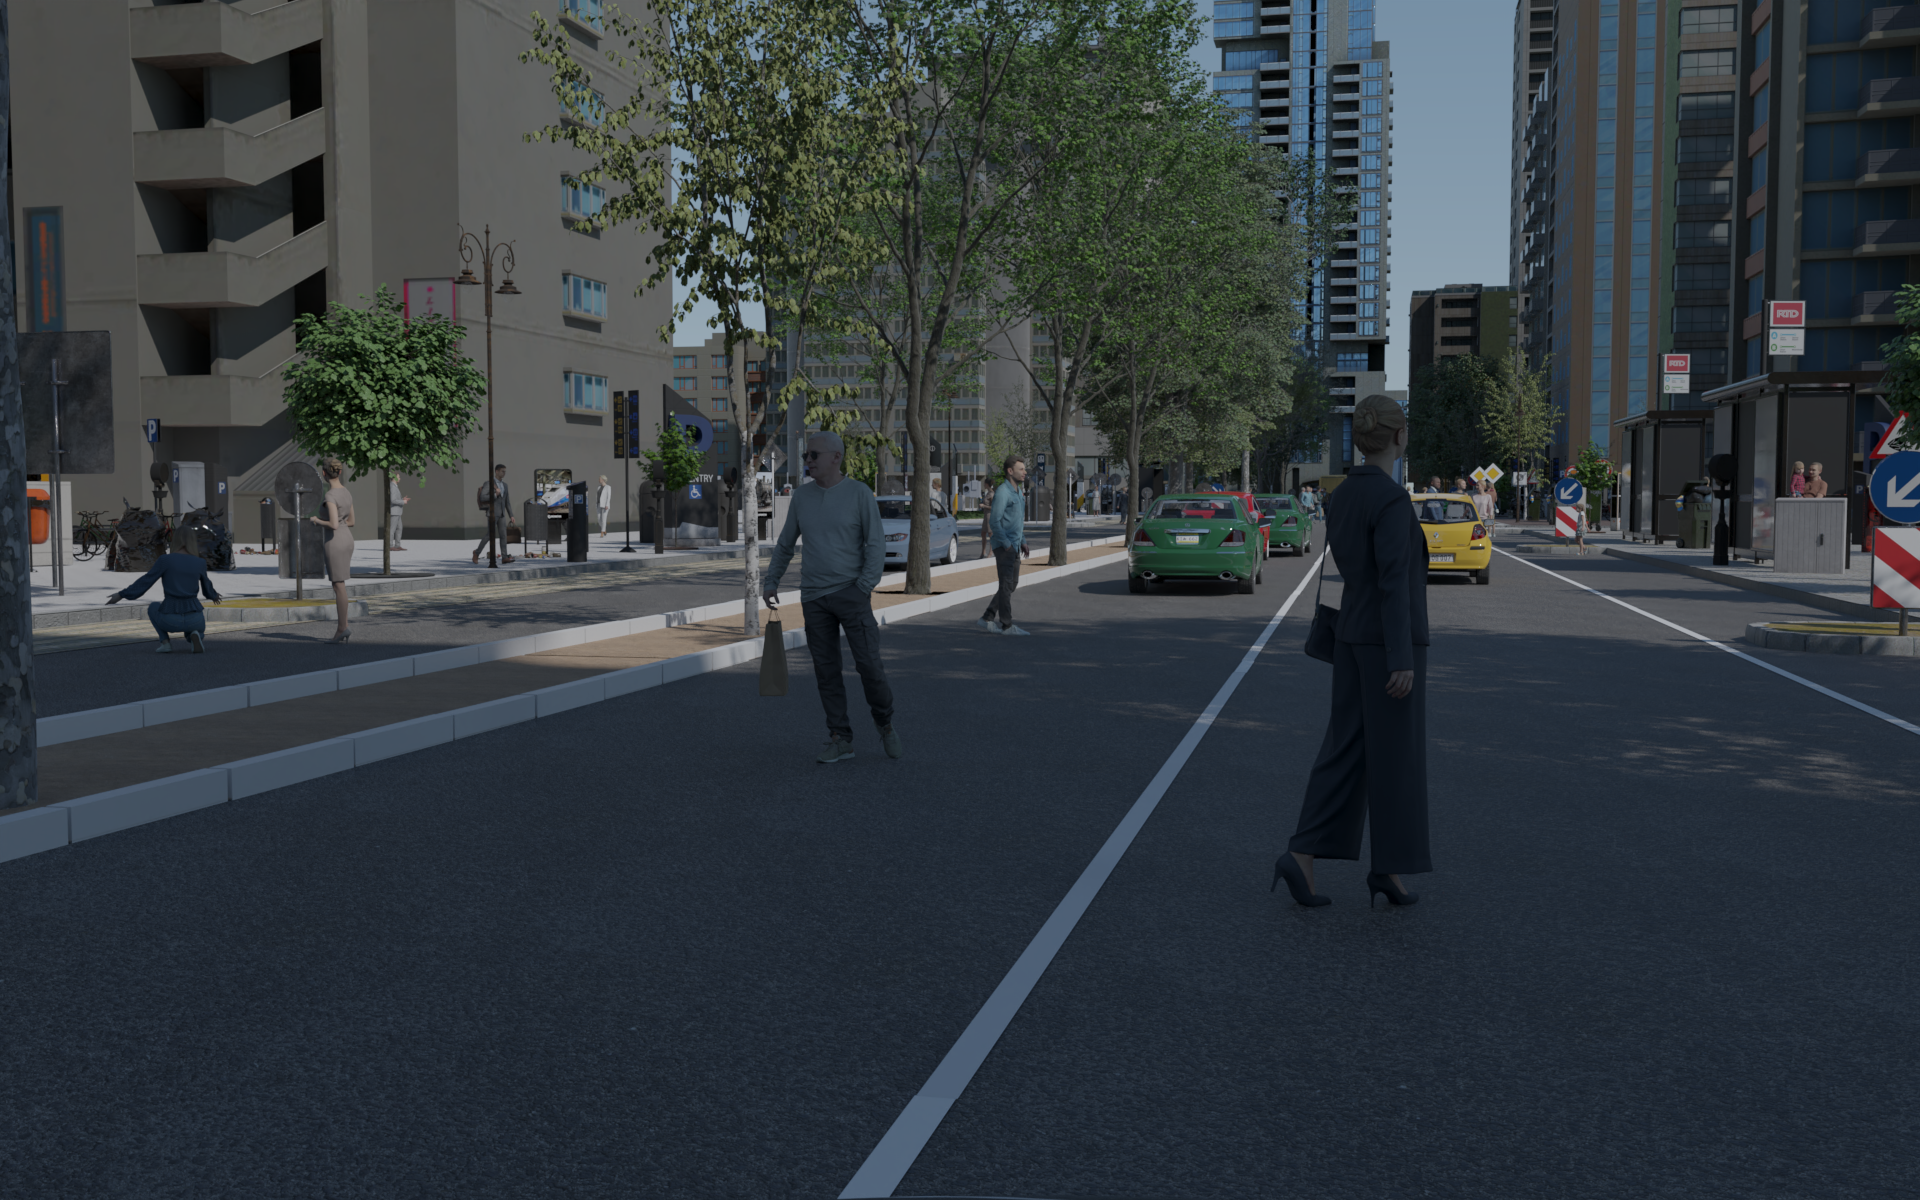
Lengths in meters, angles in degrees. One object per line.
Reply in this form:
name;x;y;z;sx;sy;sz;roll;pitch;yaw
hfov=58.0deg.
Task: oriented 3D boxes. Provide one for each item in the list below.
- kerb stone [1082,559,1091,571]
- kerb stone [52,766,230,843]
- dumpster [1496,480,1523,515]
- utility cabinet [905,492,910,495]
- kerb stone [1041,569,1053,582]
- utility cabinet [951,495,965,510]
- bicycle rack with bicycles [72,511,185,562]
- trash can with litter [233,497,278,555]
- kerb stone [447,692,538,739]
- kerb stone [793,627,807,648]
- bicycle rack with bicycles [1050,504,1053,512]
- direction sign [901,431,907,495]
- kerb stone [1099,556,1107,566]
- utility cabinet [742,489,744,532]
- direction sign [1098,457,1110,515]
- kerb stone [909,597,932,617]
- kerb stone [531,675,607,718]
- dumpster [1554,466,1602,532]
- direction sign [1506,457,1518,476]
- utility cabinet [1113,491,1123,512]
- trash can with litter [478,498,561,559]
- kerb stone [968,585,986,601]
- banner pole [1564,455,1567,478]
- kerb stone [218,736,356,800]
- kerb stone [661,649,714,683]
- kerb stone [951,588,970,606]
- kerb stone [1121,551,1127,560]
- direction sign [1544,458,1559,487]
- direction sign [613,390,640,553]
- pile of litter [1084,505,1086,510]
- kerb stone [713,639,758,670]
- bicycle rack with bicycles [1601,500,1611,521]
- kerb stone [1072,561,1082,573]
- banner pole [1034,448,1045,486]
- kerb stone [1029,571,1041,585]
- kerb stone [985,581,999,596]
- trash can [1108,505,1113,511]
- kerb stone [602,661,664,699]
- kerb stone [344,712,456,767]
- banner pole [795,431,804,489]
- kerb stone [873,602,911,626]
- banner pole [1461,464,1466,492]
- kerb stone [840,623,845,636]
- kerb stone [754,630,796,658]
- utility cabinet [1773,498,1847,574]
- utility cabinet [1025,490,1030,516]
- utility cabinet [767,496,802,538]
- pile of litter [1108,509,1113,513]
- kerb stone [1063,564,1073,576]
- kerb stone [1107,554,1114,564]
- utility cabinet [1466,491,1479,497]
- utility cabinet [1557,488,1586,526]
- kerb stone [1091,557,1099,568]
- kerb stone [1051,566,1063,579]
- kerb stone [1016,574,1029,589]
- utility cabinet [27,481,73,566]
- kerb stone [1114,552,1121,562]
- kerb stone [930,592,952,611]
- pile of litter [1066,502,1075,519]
kerb stone;2.270;-0.632;32.534;0.120;0.150;1.000;1;4;13
kerb stone;-3.587;0.893;7.600;0.120;0.150;1.000;1;4;13
dumpster;33.596;-6.331;106.005;1.502;2.255;1.985;1;4;13
utility cabinet;-4.365;-8.710;151.083;1.173;1.500;0.318;0;4;0
kerb stone;1.336;-0.388;28.542;0.120;0.150;1.000;1;4;13
utility cabinet;-0.161;-5.497;101.038;1.020;1.237;0.306;3;5;40
bicycle rack with bicycles;-15.772;-1.214;33.224;2.852;0.926;2.925;1;4;16
trash can with litter;-14.915;-1.595;37.133;2.233;1.210;1.678;3;5;42
kerb stone;-2.888;0.713;10.590;0.120;0.150;1.000;1;4;13
kerb stone;-1.480;0.344;16.572;0.120;0.150;1.000;1;4;13
bicycle rack with bicycles;4.878;-6.684;122.673;2.925;0.926;2.852;2;4;24
direction sign;-2.019;-4.322;62.662;0.379;3.537;0.876;-1;4;-15
kerb stone;2.738;-0.754;34.529;0.120;0.150;1.000;1;4;13
utility cabinet;-6.921;-2.989;57.542;0.318;1.500;1.173;1;4;11
direction sign;8.970;-7.192;109.587;0.379;3.537;0.876;3;4;37
kerb stone;-0.544;0.102;20.566;0.120;0.150;1.000;1;4;13
kerb stone;-2.648;0.649;11.583;0.120;0.150;1.000;1;4;13
dumpster;21.527;-3.526;60.141;1.502;2.255;1.985;1;4;13
direction sign;34.217;-7.060;107.431;0.379;3.537;0.876;-2;4;-33
utility cabinet;11.609;-7.090;124.601;1.173;1.500;0.318;1;4;13
trash can with litter;-8.909;-1.451;34.774;1.678;1.210;2.233;3;5;44
kerb stone;0.157;-0.083;23.561;0.120;0.150;1.000;1;4;13
banner pole;39.109;-7.456;111.924;0.401;3.779;0.863;1;4;11
kerb stone;-3.348;0.832;8.598;0.120;0.150;1.000;1;4;13
kerb stone;-2.185;0.527;13.578;0.120;0.150;1.000;1;4;13
kerb stone;-0.075;-0.022;22.555;0.120;0.150;1.000;1;4;13
kerb stone;3.440;-0.937;37.515;0.120;0.150;1.000;1;4;13
direction sign;36.788;-7.083;107.796;0.876;3.537;0.379;2;4;24
direction sign;-7.307;-2.813;37.993;0.876;3.537;0.379;3;5;42
pile of litter;10.595;-7.617;138.505;1.719;0.858;1.176;-3;5;-42
kerb stone;-1.950;0.467;14.572;0.120;0.150;1.000;1;4;13
bicycle rack with bicycles;33.506;-4.933;94.035;2.852;0.926;2.925;-3;4;-37
kerb stone;2.031;-0.572;31.540;0.120;0.150;1.000;1;4;13
banner pole;4.242;-6.337;93.625;0.863;3.779;0.401;2;4;33
kerb stone;1.103;-0.327;27.547;0.120;0.150;1.000;1;4;13
kerb stone;0.387;-0.139;24.557;0.120;0.150;1.000;1;4;13
trash can;11.512;-7.308;131.132;0.748;1.137;0.748;0;3;0
kerb stone;-2.419;0.588;12.579;0.120;0.150;1.000;1;4;13
kerb stone;-3.119;0.771;9.594;0.120;0.150;1.000;1;4;13
banner pole;-6.326;-4.787;68.285;0.401;3.779;0.863;-2;4;-28
kerb stone;-0.772;0.161;19.569;0.120;0.150;1.000;1;4;13
banner pole;37.440;-8.487;128.777;0.863;3.779;0.401;-3;5;-43
kerb stone;-1.239;0.283;17.568;0.120;0.150;1.000;1;4;13
kerb stone;-1.718;0.405;15.578;0.120;0.150;1.000;1;4;13
utility cabinet;13.787;-1.036;28.095;1.020;1.237;0.306;2;4;33
utility cabinet;4.313;-5.562;99.616;1.173;1.500;0.318;-1;4;-9
utility cabinet;-5.186;-2.446;51.159;1.020;1.237;0.306;-1;4;-11
pile of litter;9.722;-6.200;115.338;1.176;0.858;1.719;2;4;32
kerb stone;1.804;-0.510;30.541;0.120;0.150;1.000;1;4;13
kerb stone;2.972;-0.815;35.524;0.120;0.150;1.000;1;4;13
utility cabinet;32.356;-6.156;109.321;0.318;1.500;1.173;-1;4;-10
utility cabinet;19.303;-2.812;54.647;0.318;1.500;1.173;-1;4;-11
kerb stone;2.507;-0.693;33.533;0.120;0.150;1.000;1;4;13
kerb stone;1.562;-0.449;29.541;0.120;0.150;1.000;1;4;13
kerb stone;0.864;-0.266;26.549;0.120;0.150;1.000;1;4;13
utility cabinet;-16.377;-1.343;30.636;0.318;1.500;1.173;3;4;37
kerb stone;3.209;-0.875;36.519;0.120;0.150;1.000;1;4;13
kerb stone;-0.302;0.039;21.558;0.120;0.150;1.000;1;4;13
pile of litter;5.510;-4.681;90.494;1.176;0.858;1.719;1;4;17
